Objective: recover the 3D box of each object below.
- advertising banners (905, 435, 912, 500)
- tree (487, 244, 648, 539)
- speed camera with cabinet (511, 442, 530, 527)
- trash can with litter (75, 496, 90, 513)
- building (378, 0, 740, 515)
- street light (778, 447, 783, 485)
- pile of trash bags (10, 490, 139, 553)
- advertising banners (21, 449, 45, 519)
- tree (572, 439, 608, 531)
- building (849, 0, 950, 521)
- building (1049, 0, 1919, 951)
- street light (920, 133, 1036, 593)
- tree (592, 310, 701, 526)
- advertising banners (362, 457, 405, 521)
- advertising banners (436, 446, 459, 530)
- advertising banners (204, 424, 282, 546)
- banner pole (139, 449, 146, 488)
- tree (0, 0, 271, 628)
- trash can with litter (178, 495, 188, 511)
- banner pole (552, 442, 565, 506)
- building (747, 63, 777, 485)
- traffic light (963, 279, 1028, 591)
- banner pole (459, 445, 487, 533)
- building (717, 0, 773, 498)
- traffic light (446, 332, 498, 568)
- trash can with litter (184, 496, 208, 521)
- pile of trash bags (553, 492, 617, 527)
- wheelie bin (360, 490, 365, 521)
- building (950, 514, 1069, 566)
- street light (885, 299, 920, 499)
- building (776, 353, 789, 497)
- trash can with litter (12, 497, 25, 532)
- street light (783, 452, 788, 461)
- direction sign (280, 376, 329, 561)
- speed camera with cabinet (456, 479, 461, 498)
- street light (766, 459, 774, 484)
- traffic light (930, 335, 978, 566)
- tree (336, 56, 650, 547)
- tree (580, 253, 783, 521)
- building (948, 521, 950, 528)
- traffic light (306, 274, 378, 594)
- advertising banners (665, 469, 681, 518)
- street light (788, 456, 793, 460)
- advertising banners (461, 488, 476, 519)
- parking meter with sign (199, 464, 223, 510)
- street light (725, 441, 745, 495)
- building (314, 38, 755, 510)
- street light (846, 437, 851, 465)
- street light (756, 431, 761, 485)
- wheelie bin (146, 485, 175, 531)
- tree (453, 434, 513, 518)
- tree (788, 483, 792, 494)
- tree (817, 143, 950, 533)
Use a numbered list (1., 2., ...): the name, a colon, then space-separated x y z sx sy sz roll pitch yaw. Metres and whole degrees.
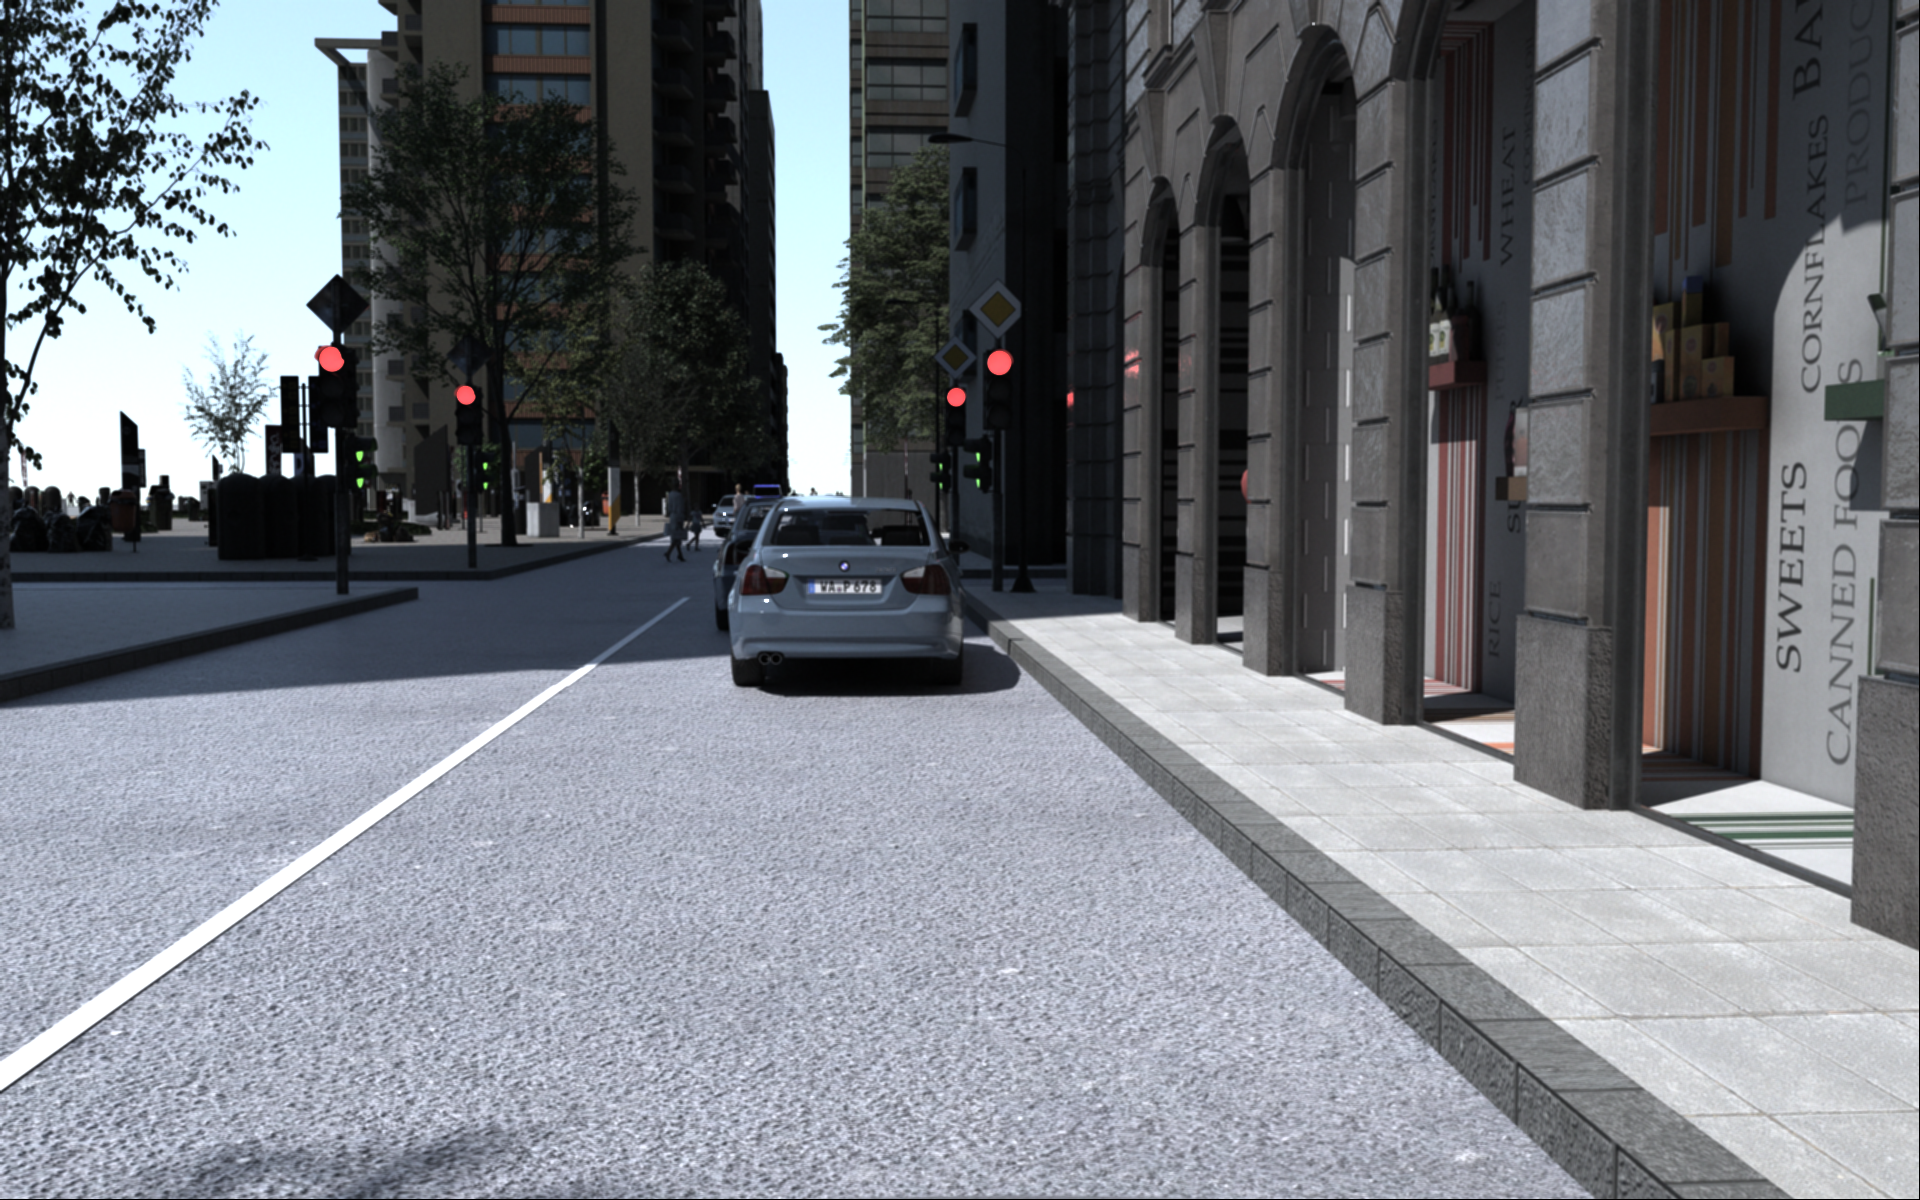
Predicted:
1. advertising banners: -1.503 -3.312 50.346 0.090 3.025 2.074 0 4 -5
2. tree: -11.143 -6.073 49.648 4.737 8.622 4.395 0 3 0
3. speed camera with cabinet: -17.019 -4.399 66.263 0.660 3.252 2.038 0 4 1
4. trash can with litter: -47.102 -5.017 93.420 0.624 1.170 1.055 1 4 16
5. building: -26.674 -28.344 118.052 22.147 44.769 28.867 0 4 -4
6. street light: -18.505 -12.118 170.662 1.470 5.913 1.316 0 4 -4
7. pile of trash bags: -19.563 -1.760 38.526 3.447 1.369 1.912 2 4 25
8. advertising banners: -35.839 -4.328 66.946 2.074 3.025 0.090 3 5 41
9. tree: -12.905 -4.085 61.399 1.663 3.219 1.824 0 3 0
10. building: 0.716 -25.385 98.642 14.154 41.232 14.086 0 4 -4
11. building: 8.075 -10.349 11.012 13.314 21.916 24.055 0 4 -4
12. street light: 0.284 -3.055 22.484 1.470 5.913 1.316 0 4 -4
13. tree: -12.751 -7.256 68.997 4.360 8.622 3.978 0 3 0
14. advertising banners: -27.540 -5.280 82.513 2.074 3.025 0.090 -2 4 -35
15. advertising banners: -18.483 -4.045 62.319 0.090 3.025 2.074 0 4 1
16. advertising banners: -17.753 -2.867 43.067 0.090 3.025 2.074 3 5 44
17. banner pole: -39.799 -5.752 84.068 0.401 3.779 0.863 1 4 18
18. tree: -8.995 -4.046 16.520 4.360 8.622 3.978 0 3 0
19. trash can with litter: -43.536 -5.214 96.307 2.233 1.210 1.678 0 3 0
20. banner pole: -19.137 -5.663 82.615 0.863 3.779 0.401 0 4 7
21. building: -32.164 -35.169 198.721 21.300 48.544 21.600 0 4 -4
22. traffic light: 0.473 -2.069 22.757 0.839 4.253 0.868 0 4 -4
23. banner pole: -16.161 -4.141 57.715 0.863 3.779 0.401 2 4 28
24. building: -36.267 -49.544 248.302 20.563 71.187 20.611 0 4 -4
25. traffic light: -8.492 -2.519 30.101 0.839 4.253 0.868 0 4 -4
26. trash can with litter: -35.907 -4.291 81.551 0.624 1.170 1.055 2 4 33
27. pile of trash bags: -14.774 -3.575 68.212 3.447 1.369 1.912 2 4 35
28. wheelie bin: -27.466 -4.332 78.732 0.693 1.594 0.980 -3 5 -44
29. building: 10.508 -25.519 40.943 21.600 48.544 21.300 0 4 -4
30. street light: -1.078 -4.215 41.459 1.470 5.913 1.316 0 4 -4
31. building: -36.584 -23.241 225.022 27.650 21.520 28.899 0 4 -4
32. trash can with litter: -23.373 -1.981 43.450 1.678 1.210 2.233 -1 4 -11
33. street light: -19.841 -13.270 189.505 1.470 5.913 1.316 0 4 -4
34. direction sign: -12.543 -2.520 33.192 0.876 3.537 0.379 0 4 -2
35. speed camera with cabinet: -30.493 -6.681 103.565 2.038 3.252 0.660 -1 4 -15
36. street light: -17.007 -10.822 149.475 1.470 5.913 1.316 0 4 -4
37. traffic light: -0.103 -2.557 30.721 0.839 4.253 0.868 0 4 -4
38. tree: -11.221 -7.123 42.209 9.928 11.665 9.643 0 3 0
39. tree: -13.258 -10.125 82.557 9.611 12.733 9.660 0 3 0
40. building: 2.934 -23.751 71.928 14.154 41.232 14.086 0 4 -4
41. traffic light: -7.916 -2.032 22.136 0.839 4.253 0.868 0 4 -4
42. advertising banners: -15.425 -5.939 93.295 0.090 3.025 2.074 -2 4 -35
43. street light: -21.451 -14.567 210.717 1.470 5.913 1.316 0 4 -4
44. advertising banners: -25.240 -5.634 88.307 2.074 3.025 0.090 1 4 14
45. parking meter with sign: -43.773 -6.385 100.658 1.738 3.016 0.543 0 4 6
46. street light: -13.947 -8.230 107.105 1.470 5.913 1.316 0 4 -4
47. building: -33.638 -27.661 144.139 32.217 40.220 23.993 0 4 -4
48. street light: -8.172 -10.191 139.161 1.470 5.913 1.316 0 4 -4
49. street light: -15.415 -9.526 128.294 1.470 5.913 1.316 0 4 -4
50. wheelie bin: -28.154 -3.253 61.091 0.693 1.594 0.980 3 5 41
51. tree: -25.831 -6.729 93.730 4.285 4.588 4.351 0 3 0
52. tree: -26.364 -16.444 263.459 1.663 3.219 1.824 0 3 0
53. tree: -0.947 -8.481 56.785 7.486 12.596 7.792 0 3 0
